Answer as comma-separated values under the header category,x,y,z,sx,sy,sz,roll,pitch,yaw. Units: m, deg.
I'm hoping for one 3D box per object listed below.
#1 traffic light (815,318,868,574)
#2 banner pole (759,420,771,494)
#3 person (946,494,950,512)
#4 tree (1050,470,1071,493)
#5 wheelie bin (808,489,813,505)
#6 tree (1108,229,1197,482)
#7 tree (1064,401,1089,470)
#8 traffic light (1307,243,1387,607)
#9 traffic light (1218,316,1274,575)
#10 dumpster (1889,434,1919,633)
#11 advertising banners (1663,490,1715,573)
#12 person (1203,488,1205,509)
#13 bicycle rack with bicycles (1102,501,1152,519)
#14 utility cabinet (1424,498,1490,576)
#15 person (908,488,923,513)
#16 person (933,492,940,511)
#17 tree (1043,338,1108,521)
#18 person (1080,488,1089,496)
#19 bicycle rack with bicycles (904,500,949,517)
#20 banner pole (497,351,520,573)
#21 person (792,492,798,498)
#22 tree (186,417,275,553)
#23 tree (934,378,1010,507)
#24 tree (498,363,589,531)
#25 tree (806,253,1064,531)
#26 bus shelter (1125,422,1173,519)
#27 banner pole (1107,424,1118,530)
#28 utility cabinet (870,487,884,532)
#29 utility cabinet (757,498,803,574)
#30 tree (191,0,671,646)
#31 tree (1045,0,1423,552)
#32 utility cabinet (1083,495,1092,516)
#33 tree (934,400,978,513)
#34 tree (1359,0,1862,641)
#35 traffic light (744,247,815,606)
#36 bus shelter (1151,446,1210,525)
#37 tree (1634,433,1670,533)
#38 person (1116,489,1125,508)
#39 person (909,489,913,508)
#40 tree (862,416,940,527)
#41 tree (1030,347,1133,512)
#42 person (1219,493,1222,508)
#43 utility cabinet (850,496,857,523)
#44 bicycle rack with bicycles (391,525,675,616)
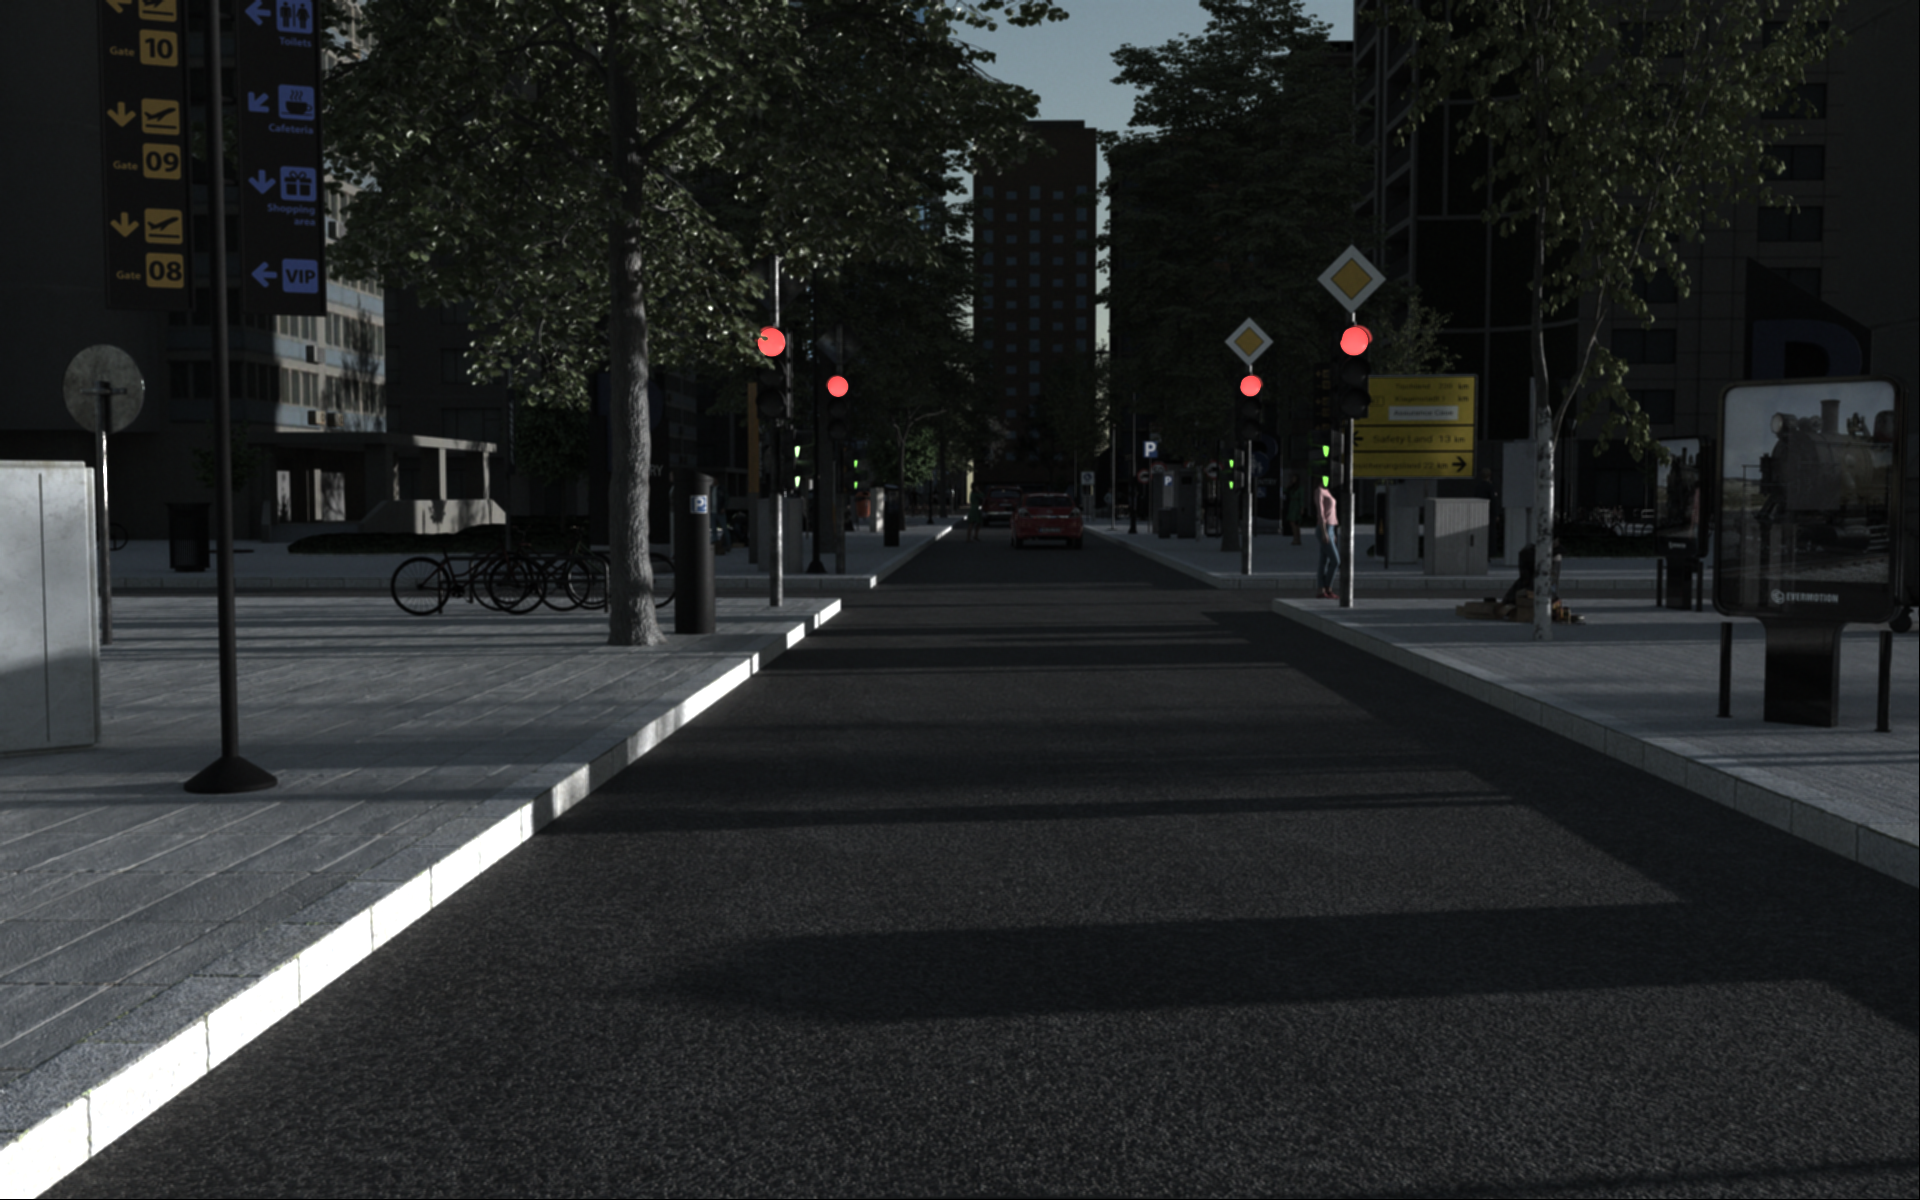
category,x,y,z,sx,sy,sz,roll,pitch,yaw
traffic light,-1.903,-2.372,27.700,0.839,4.253,0.868,0,4,1
banner pole,-5.643,-3.651,49.707,0.863,3.779,0.401,0,4,7
person,-0.701,-6.922,122.444,0.421,1.427,0.697,-2,4,-30
tree,8.090,-8.920,140.449,1.663,3.219,1.824,0,3,0
wheelie bin,-5.586,-3.651,67.596,0.693,1.594,0.980,1,4,13
tree,6.665,-5.879,46.477,4.737,8.622,4.395,0,3,0
tree,7.722,-13.250,151.047,7.601,10.594,8.767,-2,4,-28
traffic light,4.373,-1.875,19.584,0.839,4.253,0.868,0,4,1
traffic light,4.557,-2.364,27.567,0.839,4.253,0.868,0,4,1
dumpster,9.202,-0.663,16.600,1.264,1.857,1.865,0,4,1
advertising banners,12.469,-1.937,27.857,2.074,3.025,0.090,2,4,27
person,17.403,-7.229,124.961,0.721,1.735,1.217,1,4,18
bicycle rack with bicycles,8.477,-4.604,88.665,2.852,0.926,2.925,-1,4,-11
utility cabinet,7.839,-0.989,27.338,1.020,1.237,0.306,-1,4,-20
person,-3.018,-6.713,116.317,1.217,1.766,0.721,-2,4,-29
person,-1.689,-6.815,120.653,0.799,1.438,0.628,-1,4,-18
tree,6.055,-8.012,81.366,4.737,8.622,4.395,0,3,0
person,11.533,-9.418,160.009,1.348,1.826,0.705,-2,4,-28
bicycle rack with bicycles,-1.985,-5.136,97.362,2.925,0.926,2.852,-2,4,-26
banner pole,-7.230,-2.312,27.823,0.401,3.779,0.863,-2,4,-26
person,-12.892,-7.782,136.460,0.628,1.438,0.799,0,4,-5
tree,-16.187,-2.659,38.069,1.663,3.219,1.824,0,3,0
tree,0.283,-16.156,174.526,12.009,13.543,11.850,0,3,0
tree,-10.016,-3.663,43.603,4.285,4.588,4.351,0,3,0
tree,-2.295,-7.696,60.239,8.767,10.594,7.601,3,5,44
bus shelter,10.188,-7.154,94.600,2.179,5.291,8.768,0,4,1
banner pole,5.441,-4.397,61.906,0.401,3.779,0.863,0,4,-3
utility cabinet,-2.571,-3.034,58.285,0.318,1.500,1.173,2,4,35
utility cabinet,-2.959,-1.054,28.395,0.306,1.237,1.020,-3,4,-36
tree,-2.725,-5.865,14.019,7.486,12.596,7.792,0,3,0
tree,6.180,-7.332,38.005,7.486,12.596,7.792,0,3,0
utility cabinet,7.802,-5.575,102.313,1.020,1.237,0.306,1,4,16
tree,-0.316,-10.847,127.707,4.737,8.622,4.395,0,3,0
tree,5.300,-3.940,14.778,4.737,8.622,4.395,0,3,0
traffic light,-2.087,-1.884,19.717,0.839,4.253,0.868,0,4,1
bus shelter,9.380,-4.916,74.295,2.014,3.302,5.546,0,4,1
tree,22.540,-3.709,55.247,1.663,3.219,1.824,0,3,0
person,14.994,-9.536,162.748,1.217,1.735,0.721,0,4,-6
person,-4.509,-9.310,158.707,0.568,1.767,0.683,3,5,42
tree,-2.313,-5.220,69.062,4.285,4.588,4.351,0,3,0
tree,8.420,-12.041,122.624,9.928,11.665,9.643,0,3,0
person,17.237,-6.404,113.967,0.991,1.433,0.599,-1,4,-19
utility cabinet,-4.645,-3.983,76.291,0.306,1.237,1.020,0,4,2
bicycle rack with bicycles,-4.604,-0.367,19.375,2.925,0.926,2.852,0,4,-4
